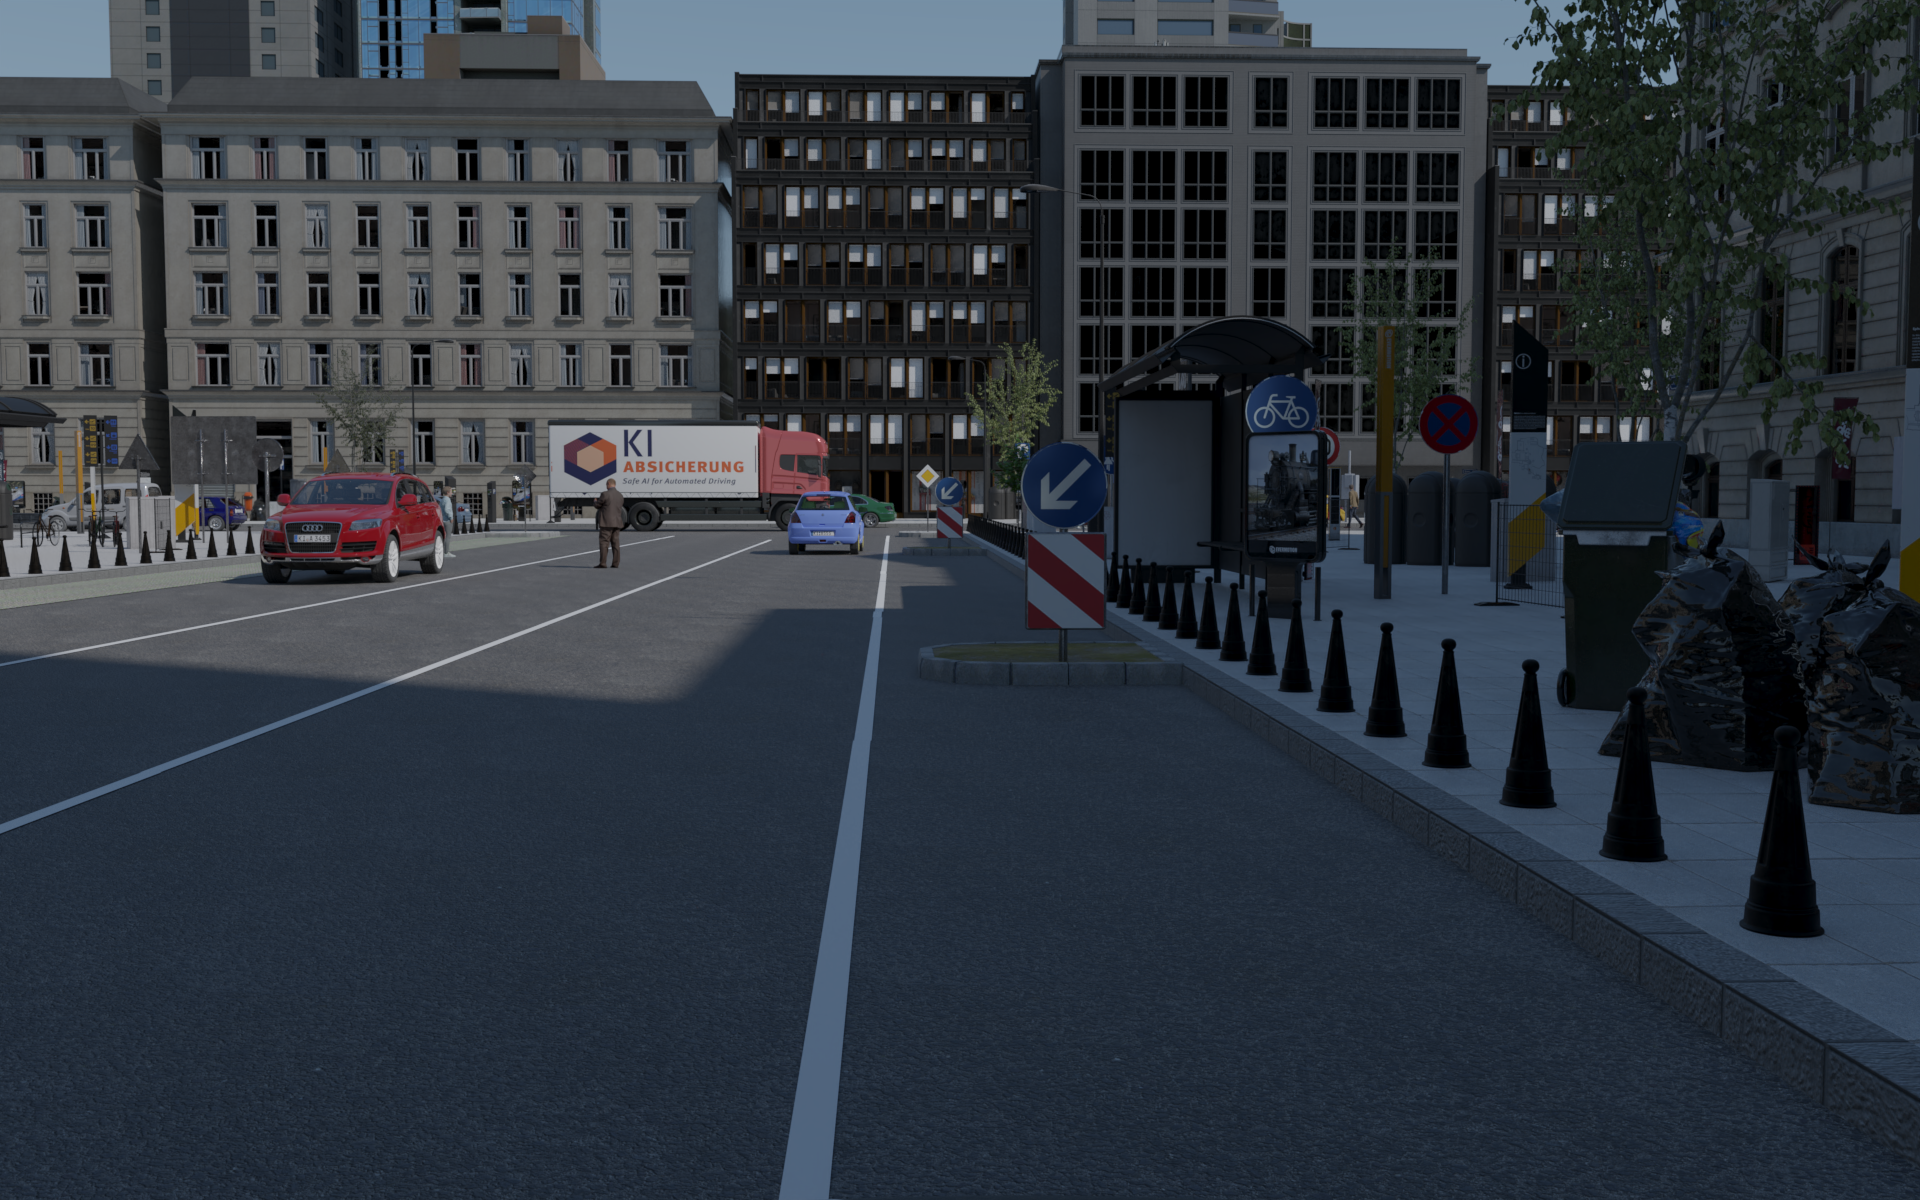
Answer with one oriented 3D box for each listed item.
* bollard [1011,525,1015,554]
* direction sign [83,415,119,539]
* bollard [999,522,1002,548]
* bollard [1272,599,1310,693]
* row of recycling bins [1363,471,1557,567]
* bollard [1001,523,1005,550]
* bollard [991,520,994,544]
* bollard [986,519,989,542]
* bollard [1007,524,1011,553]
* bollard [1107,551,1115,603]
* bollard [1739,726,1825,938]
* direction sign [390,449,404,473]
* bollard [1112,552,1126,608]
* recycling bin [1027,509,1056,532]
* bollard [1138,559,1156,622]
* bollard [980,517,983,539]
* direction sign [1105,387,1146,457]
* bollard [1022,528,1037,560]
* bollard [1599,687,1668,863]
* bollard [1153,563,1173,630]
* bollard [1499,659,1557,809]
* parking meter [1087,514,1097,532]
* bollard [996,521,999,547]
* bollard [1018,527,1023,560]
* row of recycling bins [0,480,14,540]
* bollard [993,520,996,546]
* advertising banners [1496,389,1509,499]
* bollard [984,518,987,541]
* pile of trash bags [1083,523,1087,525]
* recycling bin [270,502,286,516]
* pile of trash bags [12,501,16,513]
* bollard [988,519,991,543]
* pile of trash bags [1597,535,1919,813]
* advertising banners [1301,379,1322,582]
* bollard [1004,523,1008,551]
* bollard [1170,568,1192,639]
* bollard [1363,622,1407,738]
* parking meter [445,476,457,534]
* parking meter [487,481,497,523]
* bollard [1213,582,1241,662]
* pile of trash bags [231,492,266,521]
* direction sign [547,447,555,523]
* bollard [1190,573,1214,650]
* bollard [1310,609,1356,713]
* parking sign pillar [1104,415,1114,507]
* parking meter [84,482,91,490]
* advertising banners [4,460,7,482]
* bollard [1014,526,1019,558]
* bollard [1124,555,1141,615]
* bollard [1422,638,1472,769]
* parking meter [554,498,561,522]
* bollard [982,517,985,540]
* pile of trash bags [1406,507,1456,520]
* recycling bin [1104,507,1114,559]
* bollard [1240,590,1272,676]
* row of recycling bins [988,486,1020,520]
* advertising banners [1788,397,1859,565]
[{"bbox_3d":[1.231,-1.221,36.013,0.229,0.601,0.229,0,3,0],"label":"bollard"},{"bbox_3d":[-24.674,-3.536,49.812,0.876,3.537,0.379,-2,4,-23],"label":"direction sign"},{"bbox_3d":[1.072,-1.473,40.118,0.229,0.601,0.229,0,3,0],"label":"bollard"},{"bbox_3d":[2.187,0.292,11.270,0.229,0.601,0.229,0,3,0],"label":"bollard"},{"bbox_3d":[8.917,-1.465,31.061,3.534,1.692,1.069,3,4,36],"label":"row of recycling bins"},{"bbox_3d":[1.114,-1.410,39.092,0.229,0.601,0.229,0,3,0],"label":"bollard"},{"bbox_3d":[0.951,-1.661,43.202,0.229,0.601,0.229,0,3,0],"label":"bollard"},{"bbox_3d":[0.872,-1.788,45.268,0.229,0.601,0.229,0,3,0],"label":"bollard"},{"bbox_3d":[1.190,-1.284,37.038,0.229,0.601,0.229,0,3,0],"label":"bollard"},{"bbox_3d":[1.826,-0.275,20.542,0.229,0.601,0.229,0,3,0],"label":"bollard"},{"bbox_3d":[2.426,0.669,5.096,0.229,0.601,0.229,0,3,0],"label":"bollard"},{"bbox_3d":[-28.527,-5.861,87.831,0.379,3.537,0.876,2,4,32],"label":"direction sign"},{"bbox_3d":[1.866,-0.212,19.516,0.229,0.601,0.229,0,3,0],"label":"bollard"},{"bbox_3d":[2.402,-2.356,51.081,0.722,1.027,0.722,-1,4,-13],"label":"recycling bin"},{"bbox_3d":[1.949,-0.087,17.461,0.229,0.601,0.229,0,3,0],"label":"bollard"},{"bbox_3d":[0.750,-1.977,48.373,0.229,0.601,0.229,0,3,0],"label":"bollard"},{"bbox_3d":[3.486,-2.727,36.582,0.876,3.537,0.379,2,4,23],"label":"direction sign"},{"bbox_3d":[1.352,-1.032,32.919,0.229,0.601,0.229,0,3,0],"label":"bollard"},{"bbox_3d":[2.387,0.607,6.122,0.229,0.601,0.229,0,3,0],"label":"bollard"},{"bbox_3d":[1.988,-0.024,16.430,0.229,0.601,0.229,0,3,0],"label":"bollard"},{"bbox_3d":[2.350,0.544,7.148,0.229,0.601,0.229,0,3,0],"label":"bollard"},{"bbox_3d":[2.246,-1.406,28.700,0.255,1.863,0.399,0,4,1],"label":"parking meter"},{"bbox_3d":[1.034,-1.535,41.144,0.229,0.601,0.229,0,3,0],"label":"bollard"},{"bbox_3d":[1.316,-1.095,33.945,0.229,0.601,0.229,0,3,0],"label":"bollard"},{"bbox_3d":[-27.124,-2.432,46.870,1.069,1.692,3.534,1,4,9],"label":"row of recycling bins"},{"bbox_3d":[0.993,-1.598,42.170,0.229,0.601,0.229,0,3,0],"label":"bollard"},{"bbox_3d":[8.951,-1.967,28.340,0.090,3.025,2.074,1,4,8],"label":"advertising banners"},{"bbox_3d":[0.831,-1.850,46.294,0.229,0.601,0.229,0,3,0],"label":"bollard"},{"bbox_3d":[4.329,-2.292,47.222,1.912,1.369,3.447,3,5,40],"label":"pile of trash bags"},{"bbox_3d":[-22.322,-2.706,56.789,0.722,1.027,0.722,-1,4,-14],"label":"recycling bin"},{"bbox_3d":[-44.478,-4.203,78.466,3.447,1.369,1.912,0,3,0],"label":"pile of trash bags"},{"bbox_3d":[0.910,-1.724,44.228,0.229,0.601,0.229,0,3,0],"label":"bollard"},{"bbox_3d":[4.372,0.143,7.410,1.912,1.369,3.447,-1,4,-14],"label":"pile of trash bags"},{"bbox_3d":[5.207,-1.815,25.860,0.090,3.025,2.074,1,4,21],"label":"advertising banners"},{"bbox_3d":[1.149,-1.347,38.064,0.229,0.601,0.229,0,3,0],"label":"bollard"},{"bbox_3d":[2.026,0.039,15.404,0.229,0.601,0.229,0,3,0],"label":"bollard"},{"bbox_3d":[2.265,0.418,9.204,0.229,0.601,0.229,0,3,0],"label":"bollard"},{"bbox_3d":[-16.505,-3.085,56.144,0.255,1.863,0.399,-3,4,-38],"label":"parking meter"},{"bbox_3d":[-20.788,-4.353,76.878,0.255,1.863,0.399,1,4,16],"label":"parking meter"},{"bbox_3d":[2.110,0.165,13.346,0.229,0.601,0.229,0,3,0],"label":"bollard"},{"bbox_3d":[-34.115,-4.474,82.896,1.912,1.369,3.447,-1,4,-21],"label":"pile of trash bags"},{"bbox_3d":[-18.004,-5.141,76.060,0.379,3.537,0.876,-1,4,-20],"label":"direction sign"},{"bbox_3d":[2.065,0.102,14.378,0.229,0.601,0.229,0,3,0],"label":"bollard"},{"bbox_3d":[2.227,0.355,10.244,0.229,0.601,0.229,0,3,0],"label":"bollard"},{"bbox_3d":[5.133,-4.222,57.510,1.447,3.967,1.447,3,5,41],"label":"parking sign pillar"},{"bbox_3d":[-41.338,-4.684,82.293,0.399,1.863,0.255,1,4,15],"label":"parking meter"},{"bbox_3d":[-49.406,-5.621,88.085,2.074,3.025,0.090,0,4,3],"label":"advertising banners"},{"bbox_3d":[1.272,-1.159,34.984,0.229,0.601,0.229,0,3,0],"label":"bollard"},{"bbox_3d":[1.908,-0.150,18.487,0.229,0.601,0.229,0,3,0],"label":"bollard"},{"bbox_3d":[2.303,0.481,8.178,0.229,0.601,0.229,0,3,0],"label":"bollard"},{"bbox_3d":[-18.314,-4.470,78.801,0.255,1.863,0.399,0,4,-2],"label":"parking meter"},{"bbox_3d":[0.792,-1.915,47.347,0.229,0.601,0.229,0,3,0],"label":"bollard"},{"bbox_3d":[21.757,-4.343,80.767,1.912,1.369,3.447,2,4,27],"label":"pile of trash bags"},{"bbox_3d":[3.114,-1.332,34.329,0.722,1.027,0.722,1,4,10],"label":"recycling bin"},{"bbox_3d":[2.149,0.228,12.312,0.229,0.601,0.229,0,3,0],"label":"bollard"},{"bbox_3d":[2.417,-4.957,88.165,1.069,1.692,3.534,2,4,23],"label":"row of recycling bins"},{"bbox_3d":[15.252,-2.142,31.202,2.074,3.025,0.090,-1,4,-12],"label":"advertising banners"}]
